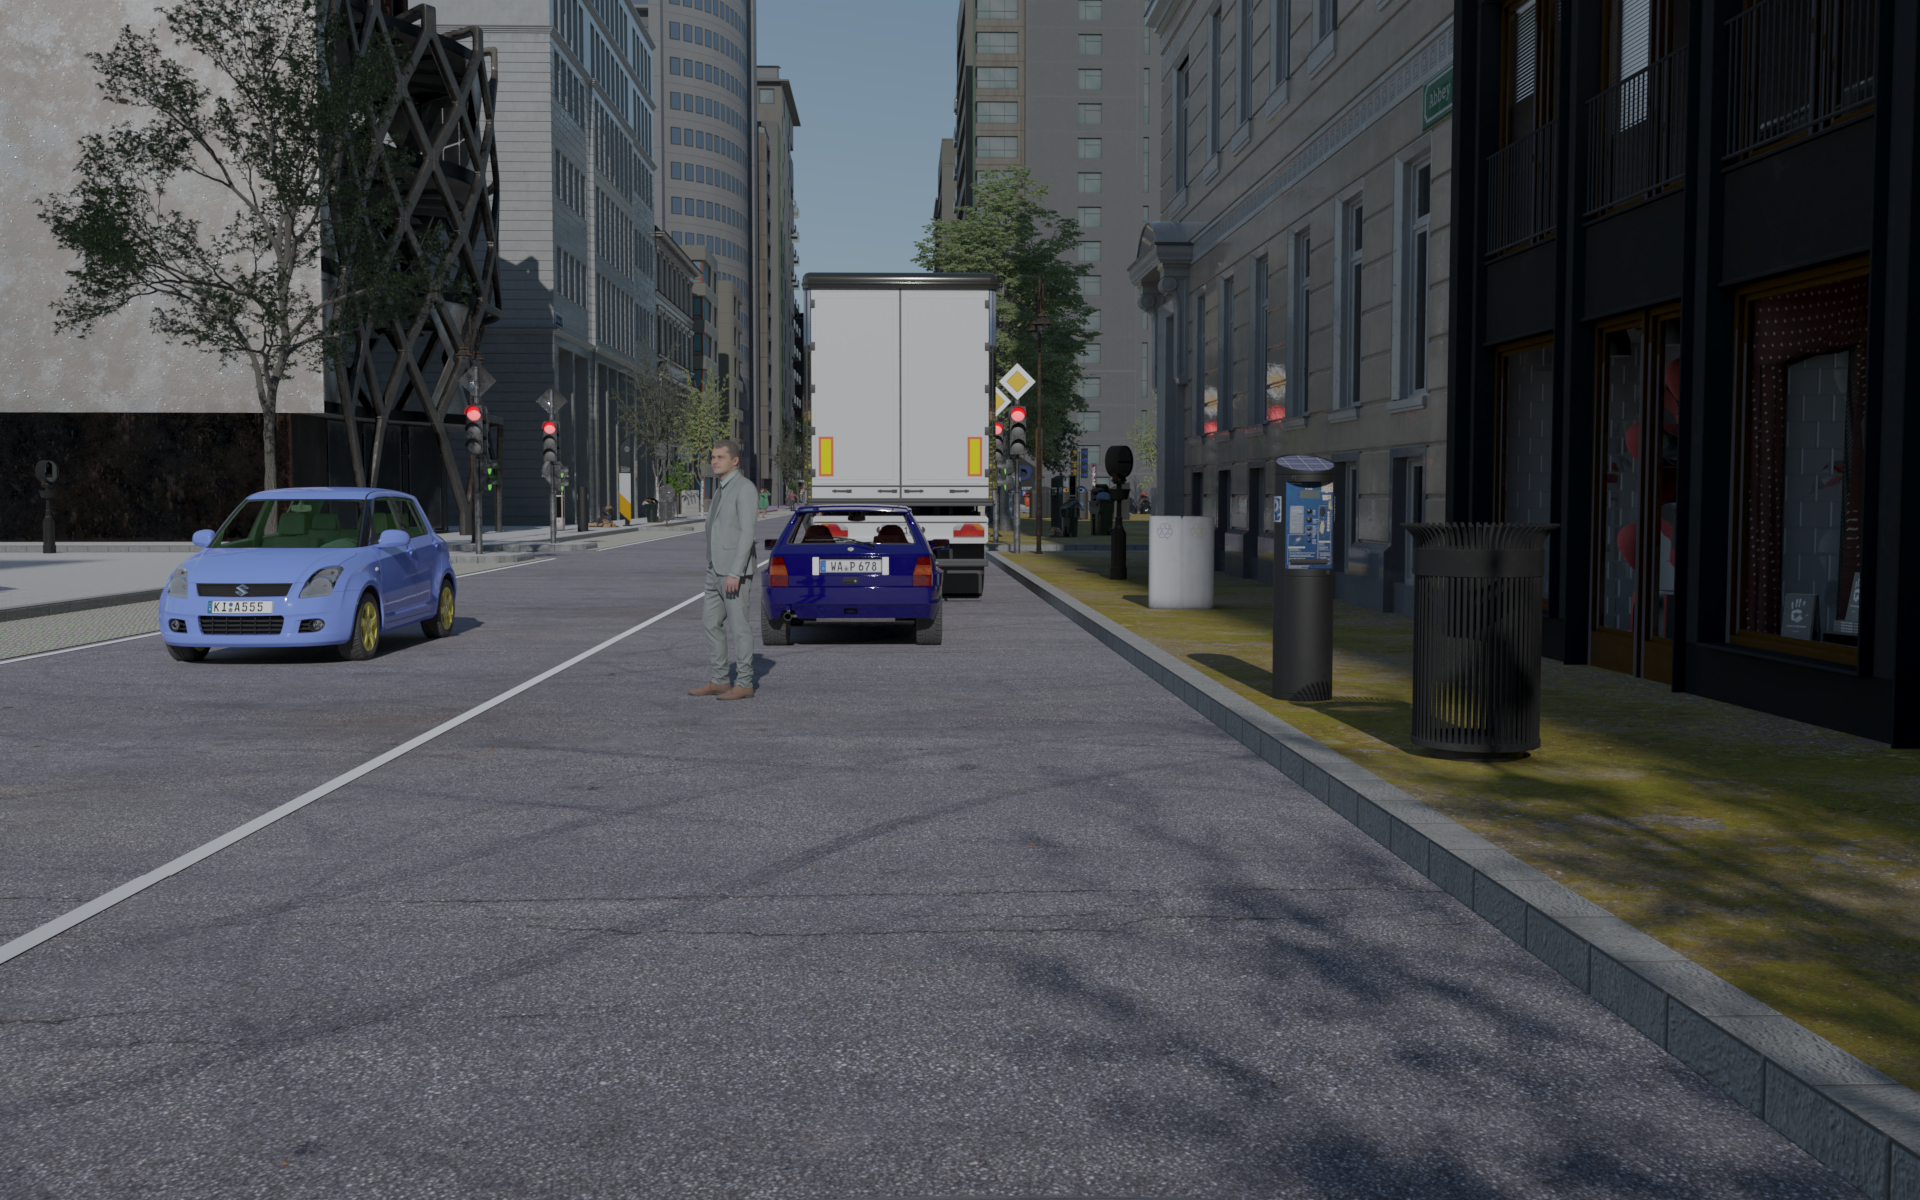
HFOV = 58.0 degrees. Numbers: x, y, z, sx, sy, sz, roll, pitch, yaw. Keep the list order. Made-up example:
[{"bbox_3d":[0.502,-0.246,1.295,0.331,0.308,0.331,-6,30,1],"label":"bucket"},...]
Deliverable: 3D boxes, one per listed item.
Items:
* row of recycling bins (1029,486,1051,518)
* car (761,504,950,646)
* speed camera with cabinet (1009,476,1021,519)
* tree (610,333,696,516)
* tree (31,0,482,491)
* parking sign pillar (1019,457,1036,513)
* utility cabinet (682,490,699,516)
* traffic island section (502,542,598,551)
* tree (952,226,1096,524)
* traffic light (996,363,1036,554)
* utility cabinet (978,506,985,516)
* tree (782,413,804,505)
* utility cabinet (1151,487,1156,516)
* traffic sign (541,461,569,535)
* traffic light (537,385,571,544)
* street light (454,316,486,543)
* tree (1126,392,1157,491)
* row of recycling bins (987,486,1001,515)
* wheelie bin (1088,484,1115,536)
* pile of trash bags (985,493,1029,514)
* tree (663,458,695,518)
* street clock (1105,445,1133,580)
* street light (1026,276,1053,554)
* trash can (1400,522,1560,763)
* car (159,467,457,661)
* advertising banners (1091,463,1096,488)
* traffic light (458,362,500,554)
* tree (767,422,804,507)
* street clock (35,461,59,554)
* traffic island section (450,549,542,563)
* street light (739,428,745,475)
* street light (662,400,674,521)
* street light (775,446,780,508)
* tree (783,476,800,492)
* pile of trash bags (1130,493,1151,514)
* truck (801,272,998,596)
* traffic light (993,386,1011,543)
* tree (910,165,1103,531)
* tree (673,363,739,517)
[{"bbox_3d":[4.418,-5.270,93.279,1.069,1.692,3.534,1,4,12],"label":"row of recycling bins"},{"bbox_3d":[-1.064,-0.315,17.735,1.945,1.354,3.894,0,4,-2],"label":"car"},{"bbox_3d":[2.641,-5.822,89.532,0.660,3.252,2.038,1,4,15],"label":"speed camera with cabinet"},{"bbox_3d":[-13.819,-7.862,78.899,4.360,8.622,3.978,0,3,0],"label":"tree"},{"bbox_3d":[-12.182,-5.831,29.754,8.767,10.594,7.601,1,4,17],"label":"tree"},{"bbox_3d":[4.413,-7.847,116.771,1.447,3.967,1.447,1,4,20],"label":"parking sign pillar"},{"bbox_3d":[-15.630,-5.605,100.318,0.318,1.500,1.173,2,4,31],"label":"utility cabinet"},{"bbox_3d":[-10.574,-1.387,44.957,2.009,0.180,2.903,0,4,-2],"label":"traffic island section"},{"bbox_3d":[1.344,-9.601,73.987,9.611,12.733,9.660,0,3,0],"label":"tree"},{"bbox_3d":[1.209,-2.957,37.274,0.839,4.253,0.868,0,4,-2],"label":"traffic light"},{"bbox_3d":[0.842,-5.551,99.443,1.173,1.500,0.318,-2,4,-31],"label":"utility cabinet"},{"bbox_3d":[-18.419,-16.083,197.362,8.767,10.594,7.601,0,4,-3],"label":"tree"},{"bbox_3d":[6.449,-2.785,54.216,0.318,1.500,1.173,-2,4,-32],"label":"utility cabinet"},{"bbox_3d":[-12.747,-3.336,54.554,0.884,2.594,0.081,0,4,-2],"label":"traffic sign"},{"bbox_3d":[-10.534,-3.419,44.824,0.839,4.253,0.868,0,4,-2],"label":"traffic light"},{"bbox_3d":[-12.676,-4.416,44.991,0.468,5.910,1.993,0,4,-2],"label":"street light"},{"bbox_3d":[13.617,-10.259,118.094,4.737,8.622,4.395,0,3,0],"label":"tree"},{"bbox_3d":[1.815,-4.776,85.205,1.069,1.692,3.534,0,4,1],"label":"row of recycling bins"},{"bbox_3d":[4.397,-2.799,53.677,0.693,1.594,0.980,-2,4,-29],"label":"wheelie bin"},{"bbox_3d":[3.201,-6.387,114.176,3.447,1.369,1.912,1,4,23],"label":"pile of trash bags"},{"bbox_3d":[-15.054,-6.019,93.012,1.663,3.219,1.824,0,3,0],"label":"tree"},{"bbox_3d":[2.376,-1.304,25.897,0.358,2.002,0.471,2,4,35],"label":"street clock"},{"bbox_3d":[1.689,-3.923,36.927,0.468,5.910,1.993,0,4,-2],"label":"street light"},{"bbox_3d":[2.524,0.195,8.458,0.748,1.137,0.748,0,3,0],"label":"trash can"},{"bbox_3d":[-5.927,-0.391,15.988,1.945,1.707,3.694,0,4,-1],"label":"car"},{"bbox_3d":[8.042,-6.262,98.578,0.090,3.025,2.074,3,5,39],"label":"advertising banners"},{"bbox_3d":[-10.244,-2.931,36.844,0.839,4.253,0.868,0,4,-2],"label":"traffic light"},{"bbox_3d":[-17.597,-13.825,176.404,4.360,8.622,3.978,0,3,0],"label":"tree"},{"bbox_3d":[-19.693,-2.008,37.405,0.358,2.002,0.471,0,4,8],"label":"street clock"},{"bbox_3d":[-10.285,-0.899,36.977,2.009,0.180,2.903,0,4,-2],"label":"traffic island section"},{"bbox_3d":[-15.305,-9.096,121.503,0.468,5.910,1.993,0,4,-2],"label":"street light"},{"bbox_3d":[-13.965,-6.719,82.637,0.468,5.910,1.993,0,4,-2],"label":"street light"},{"bbox_3d":[-16.749,-11.418,159.464,0.468,5.910,1.993,0,4,-2],"label":"street light"},{"bbox_3d":[-18.051,-11.579,183.915,1.663,3.219,1.824,0,3,0],"label":"tree"},{"bbox_3d":[11.535,-6.188,110.918,1.912,1.369,3.447,1,4,15],"label":"pile of trash bags"},{"bbox_3d":[-0.931,-2.363,27.544,2.839,4.237,11.283,0,4,-2],"label":"truck"},{"bbox_3d":[0.920,-3.445,45.254,0.839,4.253,0.868,0,4,-2],"label":"traffic light"},{"bbox_3d":[1.335,-8.689,60.200,7.486,12.596,7.792,0,3,0],"label":"tree"},{"bbox_3d":[-14.592,-9.026,97.935,4.737,8.622,4.395,0,3,0],"label":"tree"}]
